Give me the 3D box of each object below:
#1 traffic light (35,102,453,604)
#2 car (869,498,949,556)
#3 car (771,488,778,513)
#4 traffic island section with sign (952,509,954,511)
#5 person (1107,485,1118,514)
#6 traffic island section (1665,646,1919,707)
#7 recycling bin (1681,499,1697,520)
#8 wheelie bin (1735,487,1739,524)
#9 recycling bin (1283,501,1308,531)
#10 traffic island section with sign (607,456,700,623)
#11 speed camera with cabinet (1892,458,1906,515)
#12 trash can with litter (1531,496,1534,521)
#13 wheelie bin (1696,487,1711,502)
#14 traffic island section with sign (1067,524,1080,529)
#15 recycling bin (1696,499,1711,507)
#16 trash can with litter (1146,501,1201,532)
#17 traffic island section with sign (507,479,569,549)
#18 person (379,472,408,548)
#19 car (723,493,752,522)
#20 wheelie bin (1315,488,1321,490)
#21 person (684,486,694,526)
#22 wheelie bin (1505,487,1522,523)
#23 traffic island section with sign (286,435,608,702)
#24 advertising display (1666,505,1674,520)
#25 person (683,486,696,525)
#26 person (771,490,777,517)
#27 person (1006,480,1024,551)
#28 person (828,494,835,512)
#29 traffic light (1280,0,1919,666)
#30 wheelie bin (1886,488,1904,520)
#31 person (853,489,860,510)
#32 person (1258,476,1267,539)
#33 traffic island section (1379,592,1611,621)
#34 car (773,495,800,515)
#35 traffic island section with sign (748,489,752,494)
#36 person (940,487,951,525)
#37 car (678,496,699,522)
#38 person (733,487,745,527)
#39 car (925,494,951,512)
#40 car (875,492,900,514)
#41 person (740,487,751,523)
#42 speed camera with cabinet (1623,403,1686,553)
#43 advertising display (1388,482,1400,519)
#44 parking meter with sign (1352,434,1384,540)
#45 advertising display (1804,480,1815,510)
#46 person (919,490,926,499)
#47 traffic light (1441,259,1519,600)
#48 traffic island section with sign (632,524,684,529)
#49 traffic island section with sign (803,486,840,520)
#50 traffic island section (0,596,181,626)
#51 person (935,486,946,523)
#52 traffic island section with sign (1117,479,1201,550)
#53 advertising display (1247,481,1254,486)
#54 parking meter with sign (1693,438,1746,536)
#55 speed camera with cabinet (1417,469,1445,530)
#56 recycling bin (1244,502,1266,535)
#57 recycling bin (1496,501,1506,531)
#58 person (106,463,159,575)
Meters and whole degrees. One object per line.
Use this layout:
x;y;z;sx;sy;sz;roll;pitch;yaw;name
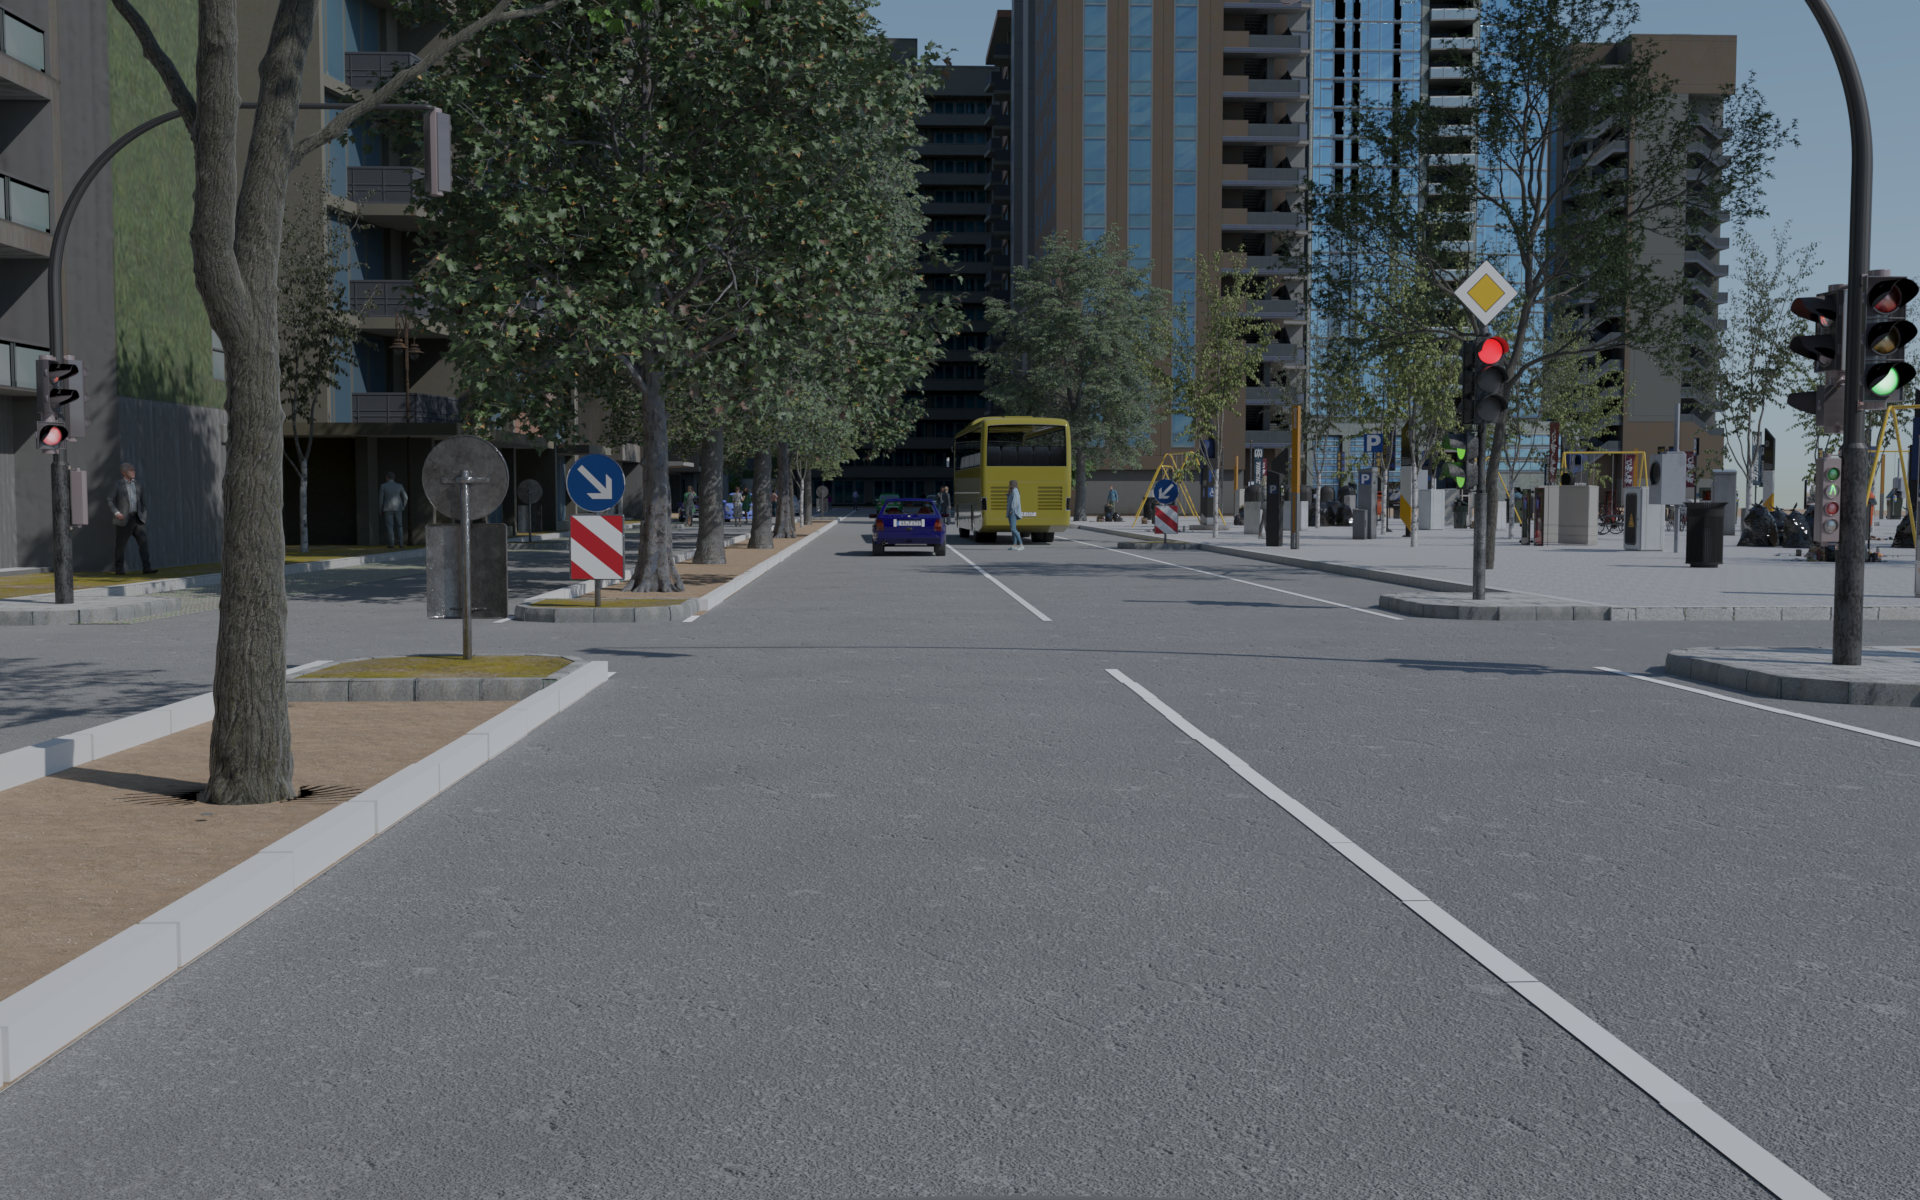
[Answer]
-8.375;-2.789;20.271;4.771;5.953;1.251;0;4;-3;traffic light
-1.214;-1.760;41.354;1.945;1.354;3.894;0;4;-2;car
-12.022;-6.332;112.205;2.281;1.827;5.304;0;4;-2;car
0.355;-8.693;150.750;1.989;1.847;2.006;0;4;-3;traffic island section with sign
8.458;-5.481;96.001;0.444;1.785;0.601;-3;5;-41;person
6.691;0.564;13.064;2.009;0.180;2.903;0;4;-3;traffic island section
34.688;-4.280;82.533;0.722;1.027;0.722;-1;4;-22;recycling bin
33.089;-4.079;74.600;0.693;1.594;0.980;-3;5;-39;wheelie bin
11.826;-2.968;61.077;0.722;1.027;0.722;2;4;29;recycling bin
-4.135;-0.739;20.221;2.006;1.907;1.989;0;4;-3;traffic island section with sign
51.756;-6.117;94.342;0.660;3.252;2.038;-1;4;-10;speed camera with cabinet
27.756;-4.480;84.300;1.678;1.210;2.233;1;4;14;trash can with litter
35.104;-4.505;81.557;0.980;1.594;0.693;1;4;21;wheelie bin
3.954;-3.909;72.540;1.989;1.847;2.006;0;4;-3;traffic island section with sign
28.422;-3.229;65.346;0.722;1.027;0.722;-1;4;-10;recycling bin
7.073;-2.932;59.003;1.678;1.210;2.233;-1;4;-21;trash can with litter
-11.329;-2.252;45.448;1.989;1.847;2.006;0;4;-3;traffic island section with sign
-13.428;-2.133;41.017;0.635;1.810;0.391;-3;4;-38;person
-11.265;-4.859;89.029;1.945;1.707;3.694;0;4;-5;car
17.727;-4.797;86.337;0.980;1.594;0.693;-2;4;-25;wheelie bin
-12.017;-4.136;76.390;0.573;1.790;0.520;0;4;-7;person
24.737;-4.240;77.233;0.693;1.594;0.980;-2;4;-29;wheelie bin
-3.804;-0.287;12.821;2.006;1.907;1.989;0;4;-3;traffic island section with sign
35.558;-4.976;86.575;0.974;1.923;0.123;-3;4;-38;advertising display
-12.276;-4.269;78.540;0.600;1.795;0.529;0;4;2;person
-11.426;-5.975;106.906;1.217;1.736;0.721;3;4;39;person
1.403;-2.169;44.232;0.793;1.790;0.793;-3;4;-37;person
-10.584;-7.874;140.467;0.991;1.433;0.599;-1;4;-22;person
4.565;-2.327;12.711;4.771;5.953;1.251;0;4;-3;traffic light
47.063;-4.850;87.209;0.693;1.594;0.980;1;4;8;wheelie bin
-9.012;-8.743;151.310;0.709;1.838;0.599;3;4;39;person
8.773;-2.639;49.372;0.526;1.800;0.537;1;4;23;person
6.323;0.076;21.041;2.009;0.180;2.903;0;4;-3;traffic island section
-11.792;-6.447;117.768;2.083;1.381;4.827;0;4;-4;car
-14.865;-6.930;121.940;1.989;1.847;2.006;0;4;-3;traffic island section with sign
-0.644;-4.311;79.402;0.576;1.772;0.534;2;4;23;person
-13.524;-4.693;89.318;1.945;1.354;3.894;0;4;-4;car
-9.749;-4.112;76.295;0.480;1.755;0.524;1;4;10;person
-1.671;-6.608;119.844;2.131;1.459;4.920;0;4;-1;car
-4.819;-6.713;118.550;1.959;1.807;4.718;0;4;-2;car
-10.525;-4.682;85.305;0.600;1.795;0.529;1;4;12;person
15.468;-2.706;38.583;0.660;3.252;2.038;0;4;0;speed camera with cabinet
22.648;-5.171;89.762;0.123;1.923;0.974;-3;5;-44;advertising display
11.575;-3.243;49.279;0.543;3.016;1.738;2;4;25;parking meter with sign
38.091;-4.421;77.492;0.974;1.923;0.123;-2;4;-32;advertising display
-3.702;-9.998;171.594;0.705;1.869;1.348;-2;4;-32;person
6.283;-1.957;20.925;0.839;4.253;0.868;0;4;-3;traffic light
-12.577;-3.899;72.375;1.989;1.847;2.006;0;4;-3;traffic island section with sign
-7.604;-5.330;95.280;2.006;1.907;1.989;0;4;-3;traffic island section with sign
-10.501;0.123;20.273;2.009;0.180;2.903;0;4;-3;traffic island section
-0.848;-4.774;86.547;0.794;1.824;0.713;1;4;13;person
5.193;-2.262;45.614;1.989;1.847;2.006;0;4;-3;traffic island section with sign
14.370;-4.815;83.938;0.974;1.923;0.123;-1;4;-16;advertising display
23.577;-3.496;53.426;1.738;3.016;0.543;1;4;15;parking meter with sign
16.718;-4.152;62.224;0.660;3.252;2.038;-1;4;-11;speed camera with cabinet
9.515;-2.597;55.023;0.722;1.027;0.722;-3;4;-38;recycling bin
18.756;-2.965;61.038;0.722;1.027;0.722;3;5;44;recycling bin
-13.148;-1.289;27.514;0.834;1.777;0.661;2;4;29;person
